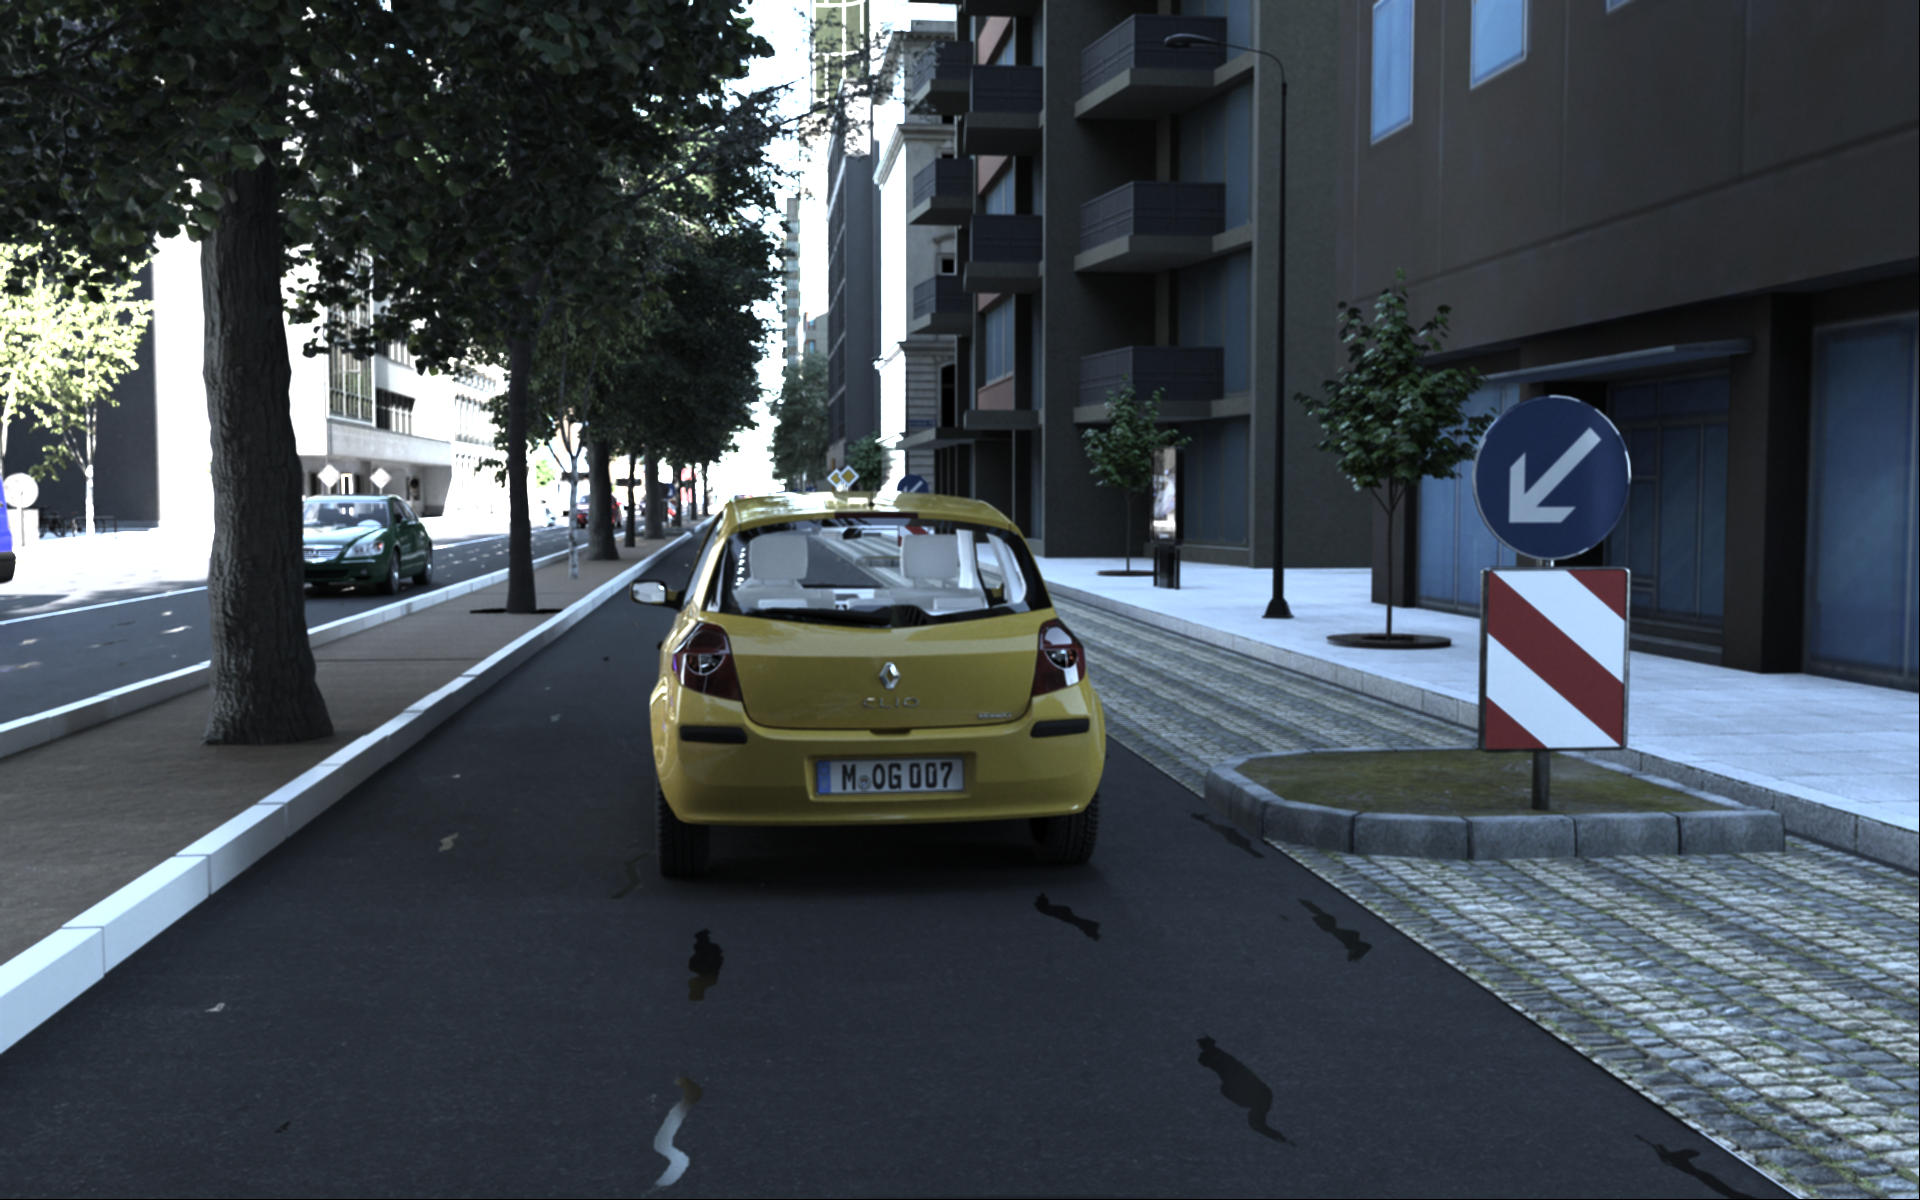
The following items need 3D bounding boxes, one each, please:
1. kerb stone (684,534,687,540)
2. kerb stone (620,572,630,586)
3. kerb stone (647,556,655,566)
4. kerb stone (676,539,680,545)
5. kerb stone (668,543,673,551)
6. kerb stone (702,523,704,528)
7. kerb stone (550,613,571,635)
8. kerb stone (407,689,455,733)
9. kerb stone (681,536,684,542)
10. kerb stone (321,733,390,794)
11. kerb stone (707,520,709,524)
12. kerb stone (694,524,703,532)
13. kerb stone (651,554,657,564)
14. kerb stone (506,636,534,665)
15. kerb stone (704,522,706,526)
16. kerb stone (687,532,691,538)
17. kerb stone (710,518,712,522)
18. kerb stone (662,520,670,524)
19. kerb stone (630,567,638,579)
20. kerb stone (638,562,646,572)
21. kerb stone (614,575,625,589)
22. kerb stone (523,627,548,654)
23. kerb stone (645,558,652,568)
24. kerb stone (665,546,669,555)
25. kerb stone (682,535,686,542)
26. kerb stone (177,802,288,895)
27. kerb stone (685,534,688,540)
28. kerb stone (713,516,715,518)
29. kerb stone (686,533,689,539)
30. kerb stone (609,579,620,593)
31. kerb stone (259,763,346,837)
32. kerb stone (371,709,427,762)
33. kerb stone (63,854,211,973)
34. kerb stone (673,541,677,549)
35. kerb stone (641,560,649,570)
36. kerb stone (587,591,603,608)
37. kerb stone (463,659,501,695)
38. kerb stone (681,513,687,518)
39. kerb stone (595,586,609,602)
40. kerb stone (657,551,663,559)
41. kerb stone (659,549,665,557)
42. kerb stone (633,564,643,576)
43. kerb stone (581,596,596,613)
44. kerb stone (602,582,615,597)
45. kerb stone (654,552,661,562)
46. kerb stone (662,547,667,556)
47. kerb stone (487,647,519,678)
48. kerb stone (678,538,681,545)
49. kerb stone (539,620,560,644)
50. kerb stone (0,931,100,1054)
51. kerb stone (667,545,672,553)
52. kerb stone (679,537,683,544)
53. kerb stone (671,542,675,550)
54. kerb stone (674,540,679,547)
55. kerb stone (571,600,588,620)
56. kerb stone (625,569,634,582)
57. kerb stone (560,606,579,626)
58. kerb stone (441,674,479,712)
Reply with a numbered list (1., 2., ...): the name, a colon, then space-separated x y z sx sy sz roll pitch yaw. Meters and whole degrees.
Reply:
1. kerb stone: -8.271 -1.791 51.477 0.120 0.150 1.000 0 4 -7
2. kerb stone: -5.289 -0.297 27.059 0.120 0.150 1.000 0 4 -7
3. kerb stone: -6.154 -0.727 34.186 0.120 0.150 1.000 0 4 -7
4. kerb stone: -7.647 -1.480 46.387 0.120 0.150 1.000 0 4 -7
5. kerb stone: -7.152 -1.231 42.327 0.120 0.150 1.000 0 4 -7
6. kerb stone: -10.570 -2.942 70.317 0.120 0.150 1.000 0 4 -7
7. kerb stone: -4.158 0.266 17.888 0.120 0.150 1.000 0 4 -7
8. kerb stone: -3.296 0.701 10.747 0.120 0.150 1.000 0 4 -7
9. kerb stone: -8.018 -1.666 49.448 0.120 0.150 1.000 0 4 -7
10. kerb stone: -3.049 0.825 8.717 0.120 0.150 1.000 0 4 -7
11. kerb stone: -11.574 -3.441 78.454 0.120 0.150 1.000 0 4 -7
12. kerb stone: -10.449 -2.881 69.302 0.120 0.150 1.000 0 4 -7
13. kerb stone: -6.288 -0.795 35.200 0.120 0.150 1.000 0 4 -7
14. kerb stone: -3.794 0.450 14.833 0.120 0.150 1.000 0 4 -7
15. kerb stone: -10.944 -3.126 73.361 0.120 0.150 1.000 0 4 -7
16. kerb stone: -8.642 -1.978 54.538 0.120 0.150 1.000 0 4 -7
17. kerb stone: -12.319 -3.813 84.586 0.120 0.150 1.000 0 4 -7
18. kerb stone: -14.655 -3.920 86.377 0.120 0.150 1.000 0 4 -7
19. kerb stone: -5.543 -0.421 29.100 0.120 0.150 1.000 0 4 -7
20. kerb stone: -5.784 -0.546 31.130 0.120 0.150 1.000 0 4 -7
21. kerb stone: -5.165 -0.235 26.038 0.120 0.150 1.000 0 4 -7
22. kerb stone: -3.917 0.388 15.848 0.120 0.150 1.000 0 4 -7
23. kerb stone: -6.038 -0.671 33.170 0.120 0.150 1.000 0 4 -7
24. kerb stone: -6.906 -1.107 40.292 0.120 0.150 1.000 0 4 -7
25. kerb stone: -8.145 -1.729 50.463 0.120 0.150 1.000 0 4 -7
26. kerb stone: -2.797 0.952 6.678 0.120 0.150 1.000 0 4 -7
27. kerb stone: -8.393 -1.846 52.504 0.120 0.150 1.000 0 4 -7
28. kerb stone: -13.189 -4.251 91.699 0.120 0.150 1.000 0 4 -7
29. kerb stone: -8.521 -1.916 53.518 0.120 0.150 1.000 0 4 -7
30. kerb stone: -5.040 -0.172 25.014 0.120 0.150 1.000 0 4 -7
31. kerb stone: -2.921 0.887 7.701 0.120 0.150 1.000 0 4 -7
32. kerb stone: -3.164 0.767 9.733 0.120 0.150 1.000 0 4 -7
33. kerb stone: -2.673 1.016 5.655 0.120 0.150 1.000 0 4 -7
34. kerb stone: -7.400 -1.354 44.357 0.120 0.150 1.000 0 4 -7
35. kerb stone: -5.912 -0.608 32.152 0.120 0.150 1.000 0 4 -7
36. kerb stone: -4.660 0.015 21.951 0.120 0.150 1.000 0 4 -7
37. kerb stone: -3.539 0.575 12.787 0.120 0.150 1.000 0 4 -7
38. kerb stone: -17.638 -5.413 110.790 0.120 0.150 1.000 0 4 -7
39. kerb stone: -4.791 -0.047 22.965 0.120 0.150 1.000 0 4 -7
40. kerb stone: -6.526 -0.915 37.230 0.120 0.150 1.000 0 4 -7
41. kerb stone: -6.654 -0.979 38.245 0.120 0.150 1.000 0 4 -7
42. kerb stone: -5.656 -0.483 30.116 0.120 0.150 1.000 0 4 -7
43. kerb stone: -4.538 0.083 20.936 0.120 0.150 1.000 0 4 -7
44. kerb stone: -4.921 -0.110 23.996 0.120 0.150 1.000 0 4 -7
45. kerb stone: -6.402 -0.857 36.215 0.120 0.150 1.000 0 4 -7
46. kerb stone: -6.779 -1.044 39.264 0.120 0.150 1.000 0 4 -7
47. kerb stone: -3.669 0.513 13.813 0.120 0.150 1.000 0 4 -7
48. kerb stone: -7.780 -1.542 47.407 0.120 0.150 1.000 0 4 -7
49. kerb stone: -4.035 0.328 16.873 0.120 0.150 1.000 0 4 -7
50. kerb stone: -2.541 1.078 4.635 0.120 0.150 1.000 0 4 -7
51. kerb stone: -7.022 -1.169 41.313 0.120 0.150 1.000 0 4 -7
52. kerb stone: -7.899 -1.602 48.433 0.120 0.150 1.000 0 4 -7
53. kerb stone: -7.273 -1.293 43.342 0.120 0.150 1.000 0 4 -7
54. kerb stone: -7.520 -1.411 45.372 0.120 0.150 1.000 0 4 -7
55. kerb stone: -4.414 0.139 19.916 0.120 0.150 1.000 0 4 -7
56. kerb stone: -5.419 -0.360 28.081 0.120 0.150 1.000 0 4 -7
57. kerb stone: -4.293 0.205 18.901 0.120 0.150 1.000 0 4 -7
58. kerb stone: -3.421 0.649 11.763 0.120 0.150 1.000 0 4 -7
